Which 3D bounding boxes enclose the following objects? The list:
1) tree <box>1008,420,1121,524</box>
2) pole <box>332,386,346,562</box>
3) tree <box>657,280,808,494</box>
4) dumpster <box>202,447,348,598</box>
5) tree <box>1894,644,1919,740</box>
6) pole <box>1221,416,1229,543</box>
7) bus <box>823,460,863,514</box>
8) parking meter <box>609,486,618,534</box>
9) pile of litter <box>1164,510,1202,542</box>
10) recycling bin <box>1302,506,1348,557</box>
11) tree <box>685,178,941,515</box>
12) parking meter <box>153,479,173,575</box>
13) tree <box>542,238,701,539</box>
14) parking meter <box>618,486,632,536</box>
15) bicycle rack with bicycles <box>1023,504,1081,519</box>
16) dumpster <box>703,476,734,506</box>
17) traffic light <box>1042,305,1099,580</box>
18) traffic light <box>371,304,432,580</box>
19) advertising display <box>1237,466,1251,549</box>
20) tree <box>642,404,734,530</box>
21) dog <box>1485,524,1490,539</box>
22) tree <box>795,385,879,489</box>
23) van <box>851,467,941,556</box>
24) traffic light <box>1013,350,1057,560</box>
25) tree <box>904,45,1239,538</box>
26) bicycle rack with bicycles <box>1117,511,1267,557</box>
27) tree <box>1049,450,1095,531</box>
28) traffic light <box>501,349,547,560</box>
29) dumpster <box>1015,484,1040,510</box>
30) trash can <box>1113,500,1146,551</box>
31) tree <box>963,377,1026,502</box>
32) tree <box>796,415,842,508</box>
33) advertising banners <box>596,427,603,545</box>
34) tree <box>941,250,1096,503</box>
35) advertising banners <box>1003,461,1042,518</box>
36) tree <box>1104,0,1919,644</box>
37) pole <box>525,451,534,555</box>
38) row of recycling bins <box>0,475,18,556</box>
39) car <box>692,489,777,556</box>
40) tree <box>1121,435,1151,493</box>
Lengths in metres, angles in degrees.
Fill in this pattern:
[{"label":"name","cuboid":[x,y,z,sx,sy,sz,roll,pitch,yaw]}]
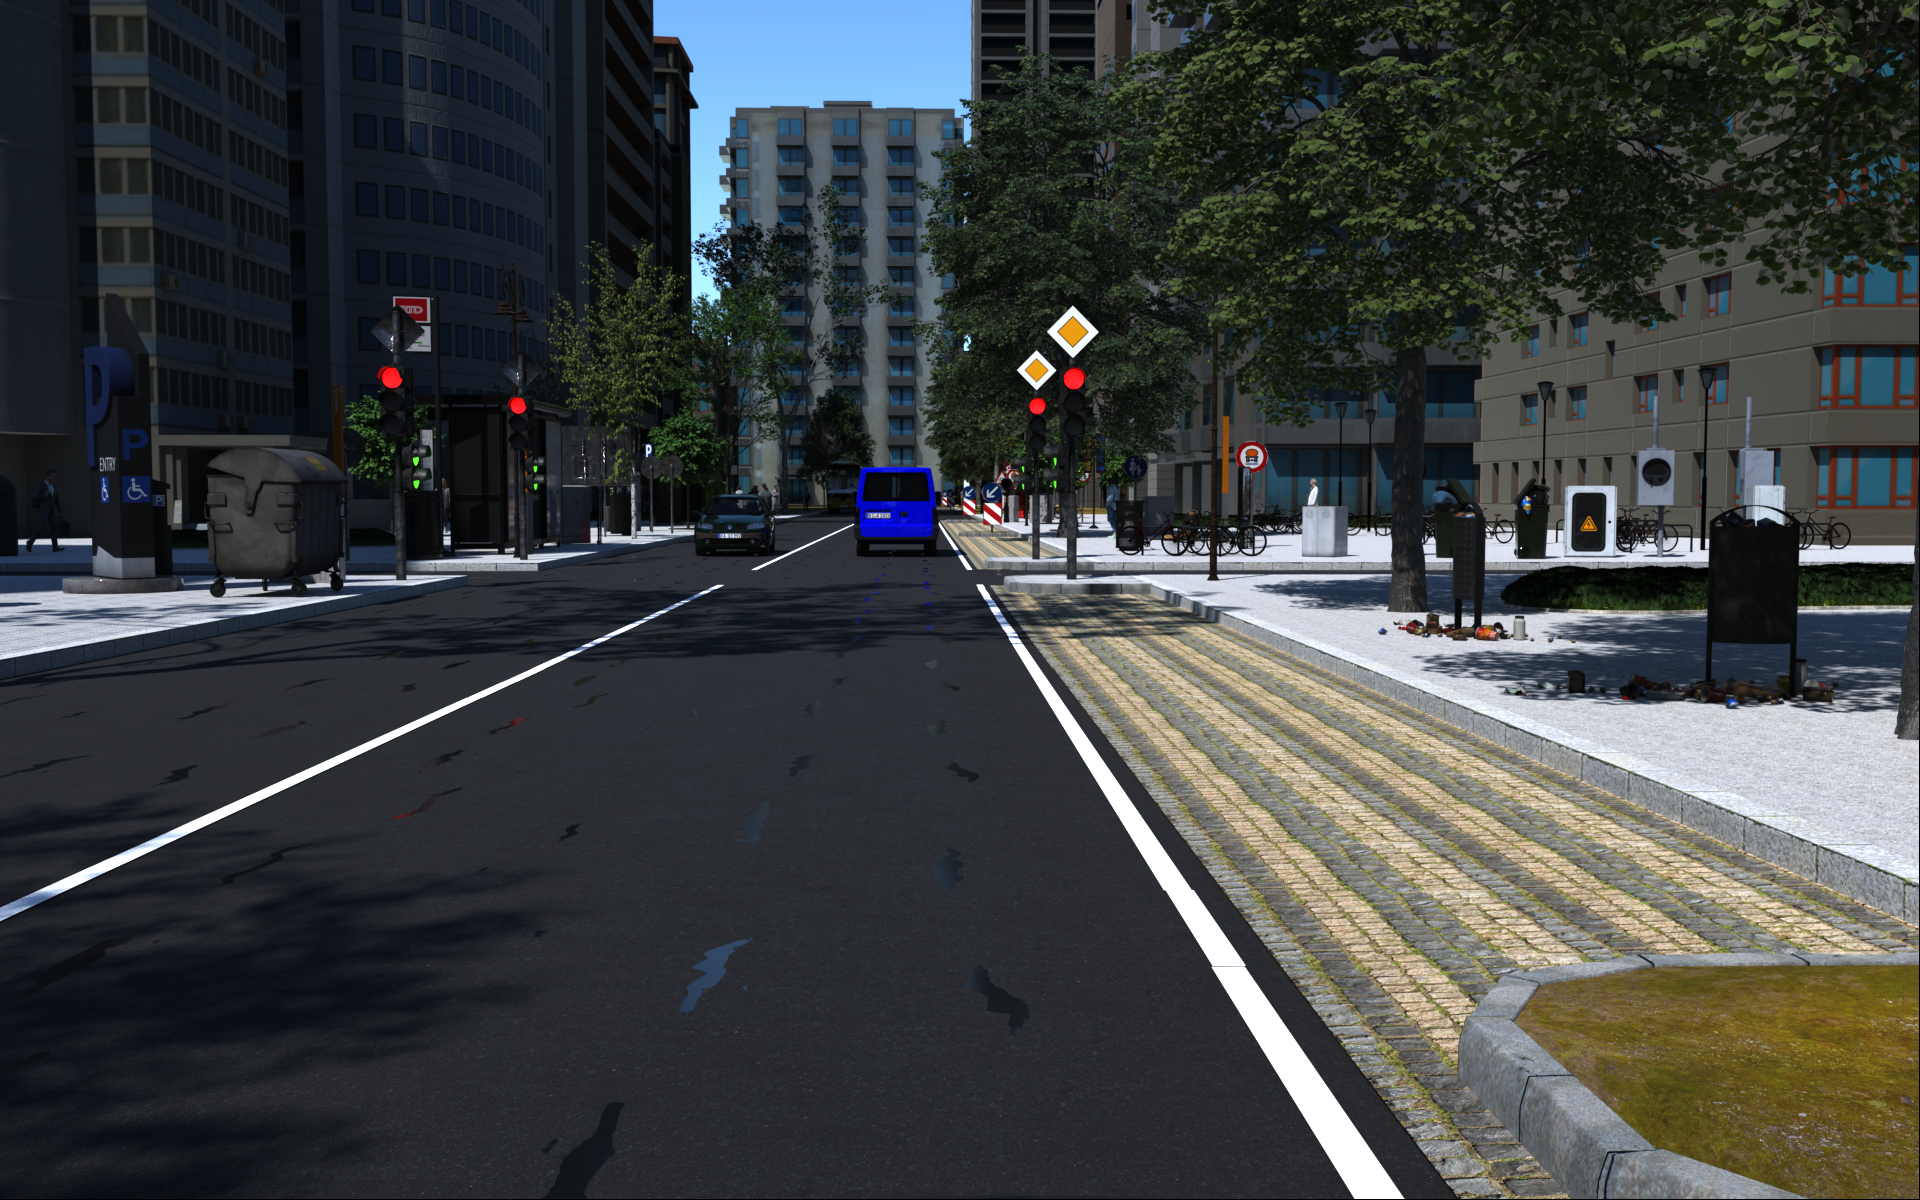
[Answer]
[{"label":"tree","cuboid":[3.744,-5.553,74.501,4.285,4.588,4.351,0,3,0]},{"label":"pole","cuboid":[-11.732,-2.378,32.722,0.158,3.312,0.155,0,3,0]},{"label":"tree","cuboid":[-11.256,-9.698,84.313,9.928,11.665,9.643,0,3,0]},{"label":"dumpster","cuboid":[-8.733,-1.002,22.142,1.264,1.857,1.865,0,4,-1]},{"label":"tree","cuboid":[5.039,-5.569,9.188,7.486,12.596,7.792,0,3,0]},{"label":"pole","cuboid":[6.971,-3.161,45.522,0.158,3.312,0.155,0,3,0]},{"label":"bus","cuboid":[-8.568,-8.469,130.018,2.896,3.916,12.252,0,4,-2]},{"label":"parking meter","cuboid":[-11.068,-3.062,55.778,0.255,1.863,0.399,3,5,43]},{"label":"pile of litter","cuboid":[6.138,-2.051,47.500,1.176,0.858,1.719,0,4,-7]},{"label":"recycling bin","cuboid":[7.495,-1.407,35.558,0.722,1.027,0.722,3,4,37]},{"label":"tree","cuboid":[-9.829,-15.190,104.240,12.611,20.169,13.585,0,3,0]},{"label":"parking meter","cuboid":[-11.882,-1.055,25.655,0.372,1.533,0.369,0,3,0]},{"label":"tree","cuboid":[-9.530,-6.039,49.105,4.737,8.622,4.395,0,3,0]},{"label":"parking meter","cuboid":[-10.204,-2.911,53.304,0.399,1.863,0.255,-2,4,-33]},{"label":"bicycle rack with bicycles","cuboid":[4.467,-4.643,89.300,2.925,0.926,2.852,2,4,35]},{"label":"dumpster","cuboid":[-12.934,-5.511,92.601,1.502,2.255,1.985,0,4,-1]},{"label":"traffic light","cuboid":[1.659,-2.262,25.908,0.839,4.253,0.868,0,4,-1]},{"label":"traffic light","cuboid":[-8.299,-2.247,25.662,0.839,4.253,0.868,0,4,-1]},{"label":"advertising display","cuboid":[6.657,-2.163,40.576,0.123,1.923,0.974,1,4,20]},{"label":"tree","cuboid":[-10.017,-4.860,63.182,4.285,4.588,4.351,0,3,0]},{"label":"dog","cuboid":[14.949,-1.962,49.808,0.550,0.427,0.748,0,4,-8]},{"label":"tree","cuboid":[-12.928,-16.207,181.992,9.611,12.733,9.660,0,3,0]},{"label":"van","cuboid":[-1.527,-2.276,41.602,2.240,2.365,5.245,0,4,-2]},{"label":"traffic light","cuboid":[1.473,-2.750,33.891,0.839,4.253,0.868,0,4,-1]},{"label":"tree","cuboid":[3.271,-8.789,50.355,9.857,13.997,8.962,0,3,0]},{"label":"bicycle rack with bicycles","cuboid":[5.106,-1.407,36.384,2.925,0.926,2.852,2,4,33]},{"label":"tree","cuboid":[3.541,-3.981,59.693,1.663,3.219,1.824,0,3,0]},{"label":"traffic light","cuboid":[-8.485,-2.735,33.645,0.839,4.253,0.868,0,4,-1]},{"label":"dumpster","cuboid":[3.889,-6.050,101.419,1.502,2.255,1.985,0,4,-1]},{"label":"trash can","cuboid":[3.830,-1.684,39.188,0.748,1.137,0.748,0,3,0]},{"label":"tree","cuboid":[2.366,-8.946,96.627,4.737,8.622,4.395,0,3,0]},{"label":"tree","cuboid":[-12.541,-12.685,157.760,4.360,8.622,3.978,0,3,0]},{"label":"advertising banners","cuboid":[-9.233,-2.949,44.403,0.090,3.025,2.074,-1,4,-8]},{"label":"tree","cuboid":[3.591,-16.364,123.436,12.611,20.169,13.585,0,3,0]},{"label":"advertising banners","cuboid":[3.305,-5.858,91.974,2.074,3.025,0.090,1,4,11]},{"label":"tree","cuboid":[5.079,-6.119,18.172,7.486,12.596,7.792,0,3,0]},{"label":"pole","cuboid":[-9.163,-2.619,36.671,0.158,3.312,0.155,0,3,0]},{"label":"row of recycling bins","cuboid":[-21.331,-1.762,35.921,3.534,1.692,1.069,0,4,1]},{"label":"car","cuboid":[-5.362,-1.940,41.503,2.009,1.686,4.222,0,4,-3]},{"label":"tree","cuboid":[8.589,-6.695,93.178,4.285,4.588,4.351,0,3,0]}]
